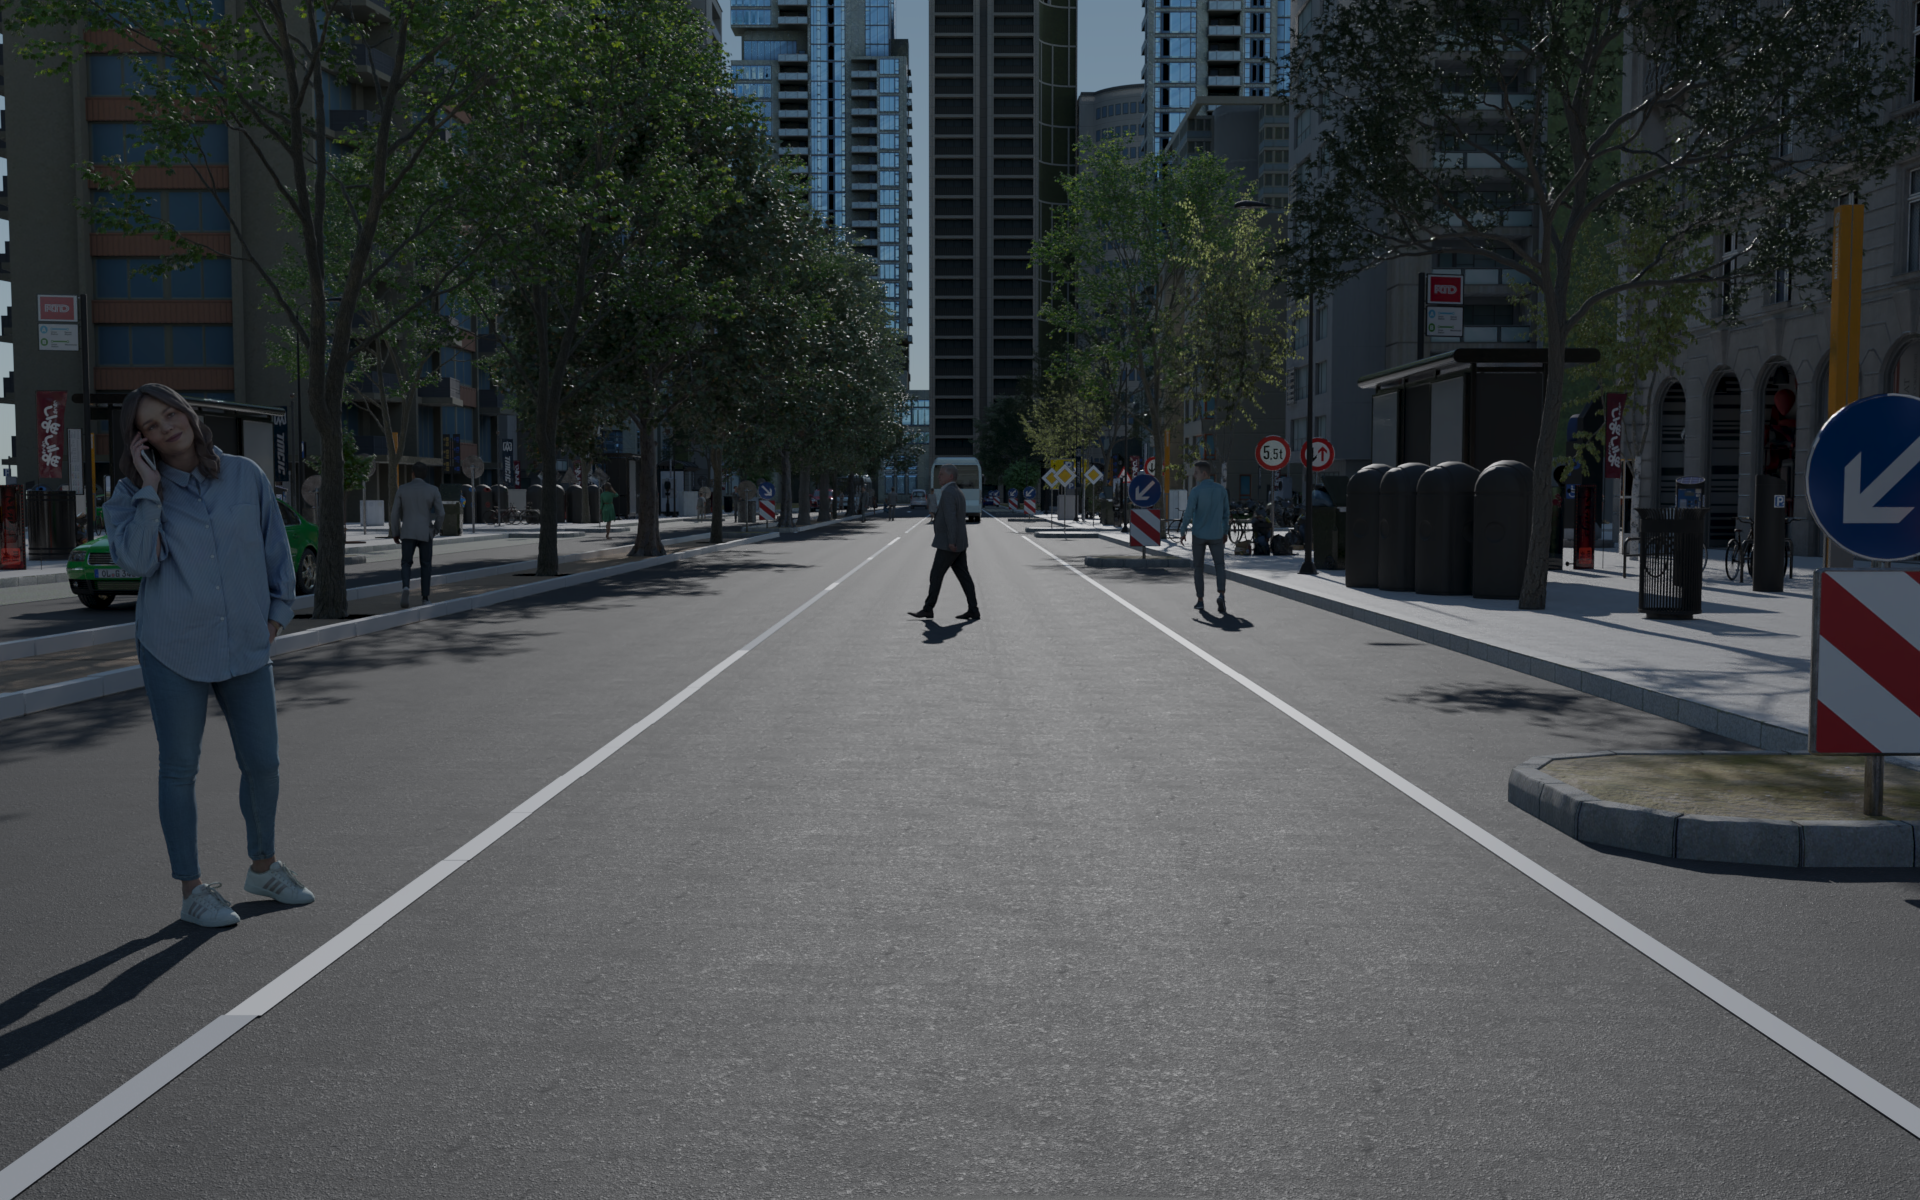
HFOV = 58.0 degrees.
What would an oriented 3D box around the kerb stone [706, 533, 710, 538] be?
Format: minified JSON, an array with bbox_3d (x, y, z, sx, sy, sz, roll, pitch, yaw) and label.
[{"bbox_3d":[-8.252,-2.053,55.763,0.120,0.150,1.000,0,3,0],"label":"kerb stone"}]

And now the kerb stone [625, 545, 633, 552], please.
[{"bbox_3d":[-8.235,-1.237,42.413,0.120,0.150,1.000,0,3,0],"label":"kerb stone"}]

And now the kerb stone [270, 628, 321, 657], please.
[{"bbox_3d":[-6.110,0.396,15.821,0.120,0.150,1.000,0,3,0],"label":"kerb stone"}]

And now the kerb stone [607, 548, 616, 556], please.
[{"bbox_3d":[-8.235,-1.112,40.369,0.120,0.150,1.000,0,3,0],"label":"kerb stone"}]

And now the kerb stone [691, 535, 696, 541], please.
[{"bbox_3d":[-8.245,-1.864,52.674,0.120,0.150,1.000,0,3,0],"label":"kerb stone"}]

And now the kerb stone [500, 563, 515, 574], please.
[{"bbox_3d":[-8.228,-0.540,31.137,0.120,0.150,1.000,0,3,0],"label":"kerb stone"}]

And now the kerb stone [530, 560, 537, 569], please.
[{"bbox_3d":[-8.232,-0.673,33.193,0.120,0.150,1.000,0,3,0],"label":"kerb stone"}]

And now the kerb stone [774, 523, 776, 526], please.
[{"bbox_3d":[-8.266,-3.278,75.796,0.120,0.150,1.000,0,3,0],"label":"kerb stone"}]

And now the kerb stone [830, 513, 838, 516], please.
[{"bbox_3d":[-8.290,-5.598,113.715,0.120,0.150,1.000,0,3,0],"label":"kerb stone"}]

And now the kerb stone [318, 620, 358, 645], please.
[{"bbox_3d":[-6.113,0.327,16.848,0.120,0.150,1.000,0,3,0],"label":"kerb stone"}]

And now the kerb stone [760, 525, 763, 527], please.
[{"bbox_3d":[-8.261,-2.965,70.670,0.120,0.150,1.000,0,3,0],"label":"kerb stone"}]

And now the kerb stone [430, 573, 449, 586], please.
[{"bbox_3d":[-8.226,-0.296,27.033,0.120,0.150,1.000,0,3,0],"label":"kerb stone"}]

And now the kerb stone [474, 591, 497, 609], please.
[{"bbox_3d":[-6.109,0.019,21.984,0.120,0.150,1.000,0,3,0],"label":"kerb stone"}]

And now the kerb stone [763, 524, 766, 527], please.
[{"bbox_3d":[-8.262,-3.025,71.701,0.120,0.150,1.000,0,3,0],"label":"kerb stone"}]

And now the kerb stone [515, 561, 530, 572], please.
[{"bbox_3d":[-8.225,-0.609,32.159,0.120,0.150,1.000,0,3,0],"label":"kerb stone"}]

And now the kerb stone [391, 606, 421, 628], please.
[{"bbox_3d":[-6.122,0.206,18.902,0.120,0.150,1.000,0,3,0],"label":"kerb stone"}]

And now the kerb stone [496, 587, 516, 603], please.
[{"bbox_3d":[-6.118,-0.049,23.007,0.120,0.150,1.000,0,3,0],"label":"kerb stone"}]

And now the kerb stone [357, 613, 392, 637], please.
[{"bbox_3d":[-6.110,0.264,17.871,0.120,0.150,1.000,0,3,0],"label":"kerb stone"}]

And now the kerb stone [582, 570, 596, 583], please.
[{"bbox_3d":[-6.119,-0.363,28.131,0.120,0.150,1.000,0,3,0],"label":"kerb stone"}]

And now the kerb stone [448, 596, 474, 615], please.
[{"bbox_3d":[-6.114,0.076,20.949,0.120,0.150,1.000,0,3,0],"label":"kerb stone"}]

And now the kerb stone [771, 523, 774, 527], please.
[{"bbox_3d":[-8.254,-3.215,74.774,0.120,0.150,1.000,0,3,0],"label":"kerb stone"}]

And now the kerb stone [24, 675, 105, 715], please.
[{"bbox_3d":[-6.110,0.651,11.722,0.120,0.150,1.000,0,3,0],"label":"kerb stone"}]

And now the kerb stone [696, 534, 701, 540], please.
[{"bbox_3d":[-8.244,-1.927,53.698,0.120,0.150,1.000,0,3,0],"label":"kerb stone"}]

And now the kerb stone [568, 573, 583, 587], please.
[{"bbox_3d":[-6.115,-0.300,27.097,0.120,0.150,1.000,0,3,0],"label":"kerb stone"}]

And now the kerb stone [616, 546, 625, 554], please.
[{"bbox_3d":[-8.235,-1.170,41.391,0.120,0.150,1.000,0,3,0],"label":"kerb stone"}]

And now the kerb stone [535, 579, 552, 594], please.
[{"bbox_3d":[-6.118,-0.173,25.054,0.120,0.150,1.000,0,3,0],"label":"kerb stone"}]

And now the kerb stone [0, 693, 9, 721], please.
[{"bbox_3d":[-6.106,0.704,10.684,0.120,0.150,1.000,0,3,0],"label":"kerb stone"}]

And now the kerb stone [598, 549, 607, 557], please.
[{"bbox_3d":[-8.235,-1.049,39.346,0.120,0.150,1.000,0,3,0],"label":"kerb stone"}]

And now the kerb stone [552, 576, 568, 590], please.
[{"bbox_3d":[-6.120,-0.237,26.076,0.120,0.150,1.000,0,3,0],"label":"kerb stone"}]

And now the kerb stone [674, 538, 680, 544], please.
[{"bbox_3d":[-8.242,-1.675,49.591,0.120,0.150,1.000,0,3,0],"label":"kerb stone"}]

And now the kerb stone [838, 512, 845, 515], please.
[{"bbox_3d":[-8.304,-6.036,120.883,0.120,0.150,1.000,0,3,0],"label":"kerb stone"}]

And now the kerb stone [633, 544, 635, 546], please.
[{"bbox_3d":[-8.230,-1.299,43.436,0.120,0.150,1.000,0,3,0],"label":"kerb stone"}]

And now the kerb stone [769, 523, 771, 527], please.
[{"bbox_3d":[-8.263,-3.153,73.745,0.120,0.150,1.000,0,3,0],"label":"kerb stone"}]

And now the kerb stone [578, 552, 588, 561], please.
[{"bbox_3d":[-8.226,-0.924,37.302,0.120,0.150,1.000,0,3,0],"label":"kerb stone"}]

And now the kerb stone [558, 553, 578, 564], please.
[{"bbox_3d":[-8.230,-0.854,36.276,0.120,0.150,1.000,0,3,0],"label":"kerb stone"}]

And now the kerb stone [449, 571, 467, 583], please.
[{"bbox_3d":[-8.224,-0.355,28.056,0.120,0.150,1.000,0,3,0],"label":"kerb stone"}]

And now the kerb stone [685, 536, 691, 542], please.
[{"bbox_3d":[-8.245,-1.796,51.639,0.120,0.150,1.000,0,3,0],"label":"kerb stone"}]

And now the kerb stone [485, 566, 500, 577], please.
[{"bbox_3d":[-8.230,-0.481,30.099,0.120,0.150,1.000,0,3,0],"label":"kerb stone"}]

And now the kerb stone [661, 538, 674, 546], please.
[{"bbox_3d":[-8.240,-1.613,48.563,0.120,0.150,1.000,0,3,0],"label":"kerb stone"}]

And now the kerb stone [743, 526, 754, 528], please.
[{"bbox_3d":[-8.253,-2.777,67.598,0.120,0.150,1.000,0,3,0],"label":"kerb stone"}]

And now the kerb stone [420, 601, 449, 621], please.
[{"bbox_3d":[-6.118,0.139,19.923,0.120,0.150,1.000,0,3,0],"label":"kerb stone"}]

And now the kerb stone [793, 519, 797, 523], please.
[{"bbox_3d":[-8.272,-4.031,88.100,0.120,0.150,1.000,0,3,0],"label":"kerb stone"}]

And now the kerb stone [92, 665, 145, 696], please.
[{"bbox_3d":[-6.111,0.578,12.743,0.120,0.150,1.000,0,3,0],"label":"kerb stone"}]

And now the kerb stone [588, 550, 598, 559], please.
[{"bbox_3d":[-8.233,-0.983,38.324,0.120,0.150,1.000,0,3,0],"label":"kerb stone"}]

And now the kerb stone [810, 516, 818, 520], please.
[{"bbox_3d":[-8.279,-4.657,98.343,0.120,0.150,1.000,0,3,0],"label":"kerb stone"}]

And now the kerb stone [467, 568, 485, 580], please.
[{"bbox_3d":[-8.223,-0.417,29.078,0.120,0.150,1.000,0,3,0],"label":"kerb stone"}]

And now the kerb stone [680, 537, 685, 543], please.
[{"bbox_3d":[-8.246,-1.738,50.613,0.120,0.150,1.000,0,3,0],"label":"kerb stone"}]

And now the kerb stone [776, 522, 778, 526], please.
[{"bbox_3d":[-8.256,-3.341,76.818,0.120,0.150,1.000,0,3,0],"label":"kerb stone"}]

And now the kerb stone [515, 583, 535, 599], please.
[{"bbox_3d":[-6.116,-0.112,24.029,0.120,0.150,1.000,0,3,0],"label":"kerb stone"}]

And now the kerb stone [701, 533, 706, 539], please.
[{"bbox_3d":[-8.251,-1.986,54.728,0.120,0.150,1.000,0,3,0],"label":"kerb stone"}]

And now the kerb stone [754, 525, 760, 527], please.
[{"bbox_3d":[-8.251,-2.902,69.648,0.120,0.150,1.000,0,3,0],"label":"kerb stone"}]
